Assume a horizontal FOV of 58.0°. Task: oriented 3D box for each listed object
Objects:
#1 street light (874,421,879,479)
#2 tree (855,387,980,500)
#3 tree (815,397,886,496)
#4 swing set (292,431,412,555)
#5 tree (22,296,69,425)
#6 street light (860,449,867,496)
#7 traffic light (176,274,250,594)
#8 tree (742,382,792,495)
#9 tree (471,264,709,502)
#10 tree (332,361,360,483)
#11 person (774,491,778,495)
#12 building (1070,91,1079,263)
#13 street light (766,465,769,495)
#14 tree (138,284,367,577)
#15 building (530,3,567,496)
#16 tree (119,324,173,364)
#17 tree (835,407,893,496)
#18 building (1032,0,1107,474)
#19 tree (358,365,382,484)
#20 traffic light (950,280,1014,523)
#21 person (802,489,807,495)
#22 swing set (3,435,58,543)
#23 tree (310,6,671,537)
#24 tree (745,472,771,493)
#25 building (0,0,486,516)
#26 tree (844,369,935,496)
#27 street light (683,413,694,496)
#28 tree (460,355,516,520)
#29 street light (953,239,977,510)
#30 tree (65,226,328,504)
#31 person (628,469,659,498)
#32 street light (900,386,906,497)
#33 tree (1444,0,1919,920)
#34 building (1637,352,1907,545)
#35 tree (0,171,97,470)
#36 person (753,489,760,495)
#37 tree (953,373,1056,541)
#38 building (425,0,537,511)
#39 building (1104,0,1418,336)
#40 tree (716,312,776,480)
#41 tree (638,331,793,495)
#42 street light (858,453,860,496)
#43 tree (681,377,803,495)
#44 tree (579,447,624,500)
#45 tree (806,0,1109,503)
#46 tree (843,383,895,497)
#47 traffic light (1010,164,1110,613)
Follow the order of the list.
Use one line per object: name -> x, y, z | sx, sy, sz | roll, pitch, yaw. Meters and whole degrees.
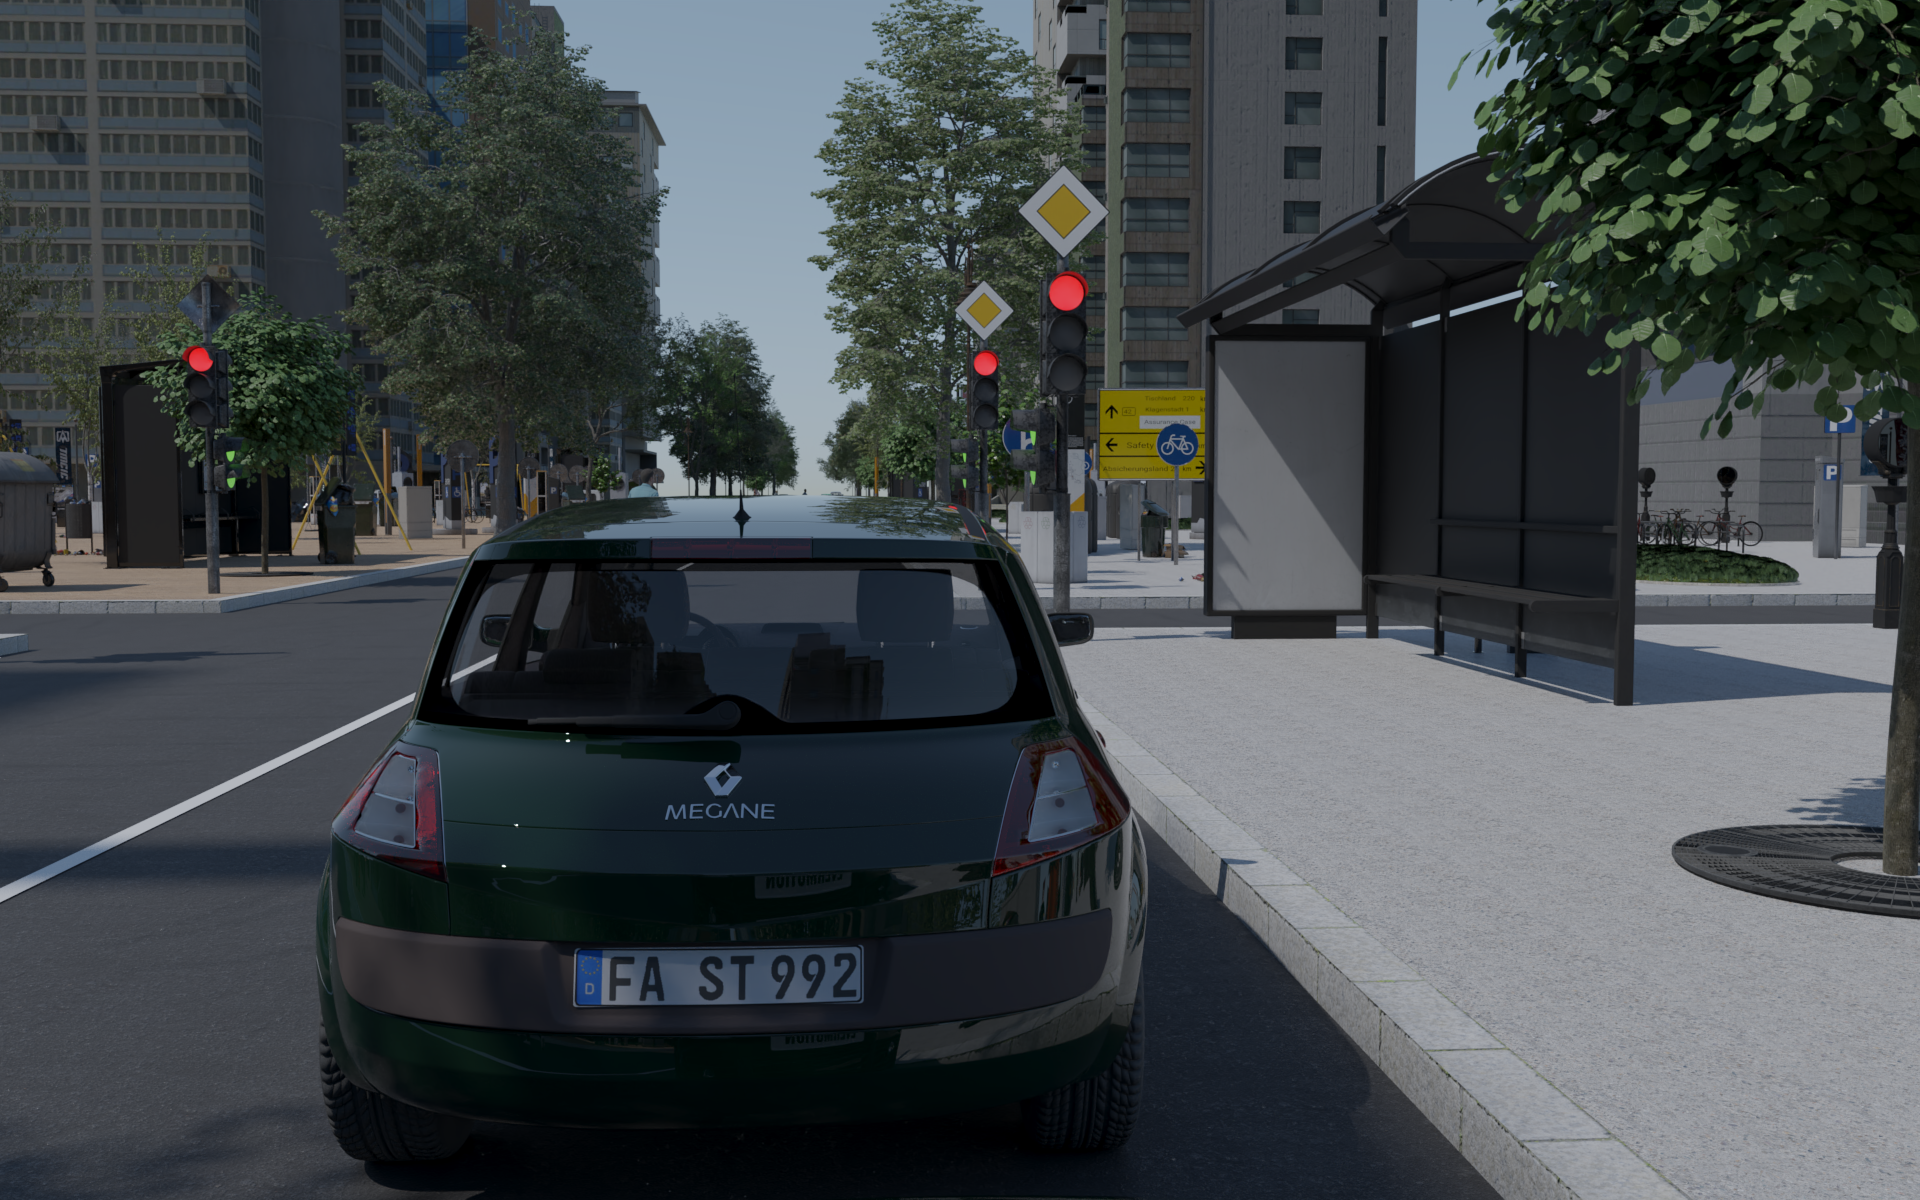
street light -> -5.241, -8.214, 107.091 | 0.468, 5.910, 1.993 | 0, 4, -4
tree -> -0.815, -4.048, 49.895 | 4.285, 4.588, 4.351 | 0, 3, 0
tree -> -12.037, -17.631, 205.269 | 9.611, 12.733, 9.660 | 0, 3, 0
swing set -> -13.985, -2.463, 37.894 | 2.862, 2.851, 3.119 | 0, 4, 4
tree -> -30.082, -6.721, 60.256 | 4.737, 8.622, 4.395 | 0, 3, 0
street light -> -7.594, -10.238, 140.180 | 0.468, 5.910, 1.993 | 0, 4, -4
traffic light -> -9.590, -2.035, 22.192 | 0.839, 4.253, 0.868 | 0, 4, -4
tree -> -21.731, -16.057, 172.899 | 12.009, 13.543, 11.850 | 0, 3, 0
tree -> -13.934, -7.975, 64.811 | 8.767, 10.594, 7.601 | -2, 4, -31
tree -> -26.773, -7.151, 67.284 | 4.737, 8.622, 4.395 | 0, 3, 0
person -> -19.562, -10.787, 184.956 | 0.705, 1.814, 1.350 | 2, 4, 27
building -> 14.805, -21.676, 126.099 | 14.160, 30.474, 14.107 | 0, 4, -4
street light -> -23.784, -14.804, 214.835 | 0.468, 5.910, 1.993 | 0, 4, -4
tree -> -11.052, -2.661, 27.218 | 4.285, 4.588, 4.351 | 0, 3, 0
building -> -39.981, -27.937, 140.358 | 14.154, 41.232, 14.086 | 0, 4, -4
tree -> -34.909, -7.567, 74.090 | 4.360, 8.622, 3.978 | 0, 3, 0
tree -> -9.780, -15.143, 182.007 | 7.601, 10.594, 8.767 | -3, 4, -36
building -> 20.932, -34.105, 146.851 | 28.713, 52.752, 27.495 | 0, 4, -4
tree -> -32.845, -8.676, 92.217 | 4.737, 8.622, 4.395 | 0, 3, 0
traffic light -> 0.295, -2.079, 22.910 | 0.839, 4.253, 0.868 | 0, 4, -4
person -> -11.426, -7.317, 128.118 | 0.705, 1.826, 1.348 | -3, 5, -41
swing set -> -25.365, -2.852, 44.243 | 2.862, 2.851, 3.119 | 0, 4, 3
tree -> -12.463, -8.595, 47.179 | 9.857, 13.997, 8.962 | 0, 3, 0
tree -> -22.560, -12.744, 192.082 | 4.285, 4.588, 4.351 | 0, 3, 0
building -> -46.514, -25.362, 106.553 | 32.217, 40.220, 23.993 | 0, 4, -4
tree -> -3.122, -8.410, 87.867 | 4.360, 8.622, 3.978 | 0, 3, 0
street light -> -15.490, -7.716, 98.942 | 0.468, 5.910, 1.993 | 0, 4, -4
tree -> -23.632, -8.222, 84.796 | 4.360, 8.622, 3.978 | 0, 3, 0
street light -> 0.157, -3.597, 31.593 | 0.468, 5.910, 1.993 | 0, 4, -4
tree -> -21.196, -5.989, 48.275 | 4.737, 8.622, 4.395 | 0, 3, 0
person -> -4.913, -1.106, 26.597 | 0.660, 1.820, 0.620 | 1, 4, 22
street light -> -2.166, -5.604, 64.416 | 0.468, 5.910, 1.993 | 0, 4, -4
tree -> 3.118, -1.343, 5.666 | 4.285, 4.588, 4.351 | 0, 3, 0
building -> 35.150, -31.093, 50.364 | 28.212, 58.520, 21.231 | 0, 4, -4
tree -> -18.072, -4.942, 31.159 | 4.360, 8.622, 3.978 | 0, 3, 0
person -> -11.733, -5.538, 99.714 | 0.551, 1.740, 0.621 | 2, 4, 25
tree -> 0.719, -2.041, 27.966 | 1.663, 3.219, 1.824 | 0, 3, 0
building -> -39.298, -29.114, 126.130 | 14.600, 45.320, 14.200 | 0, 4, -4
building -> 14.162, -19.346, 88.012 | 14.160, 30.474, 14.107 | 0, 4, -4
tree -> -17.653, -13.247, 123.247 | 9.857, 13.997, 8.962 | 0, 3, 0
tree -> -17.088, -11.360, 111.489 | 9.928, 11.665, 9.643 | 0, 3, 0
street light -> -9.909, -12.279, 173.553 | 0.468, 5.910, 1.993 | 0, 4, -4
tree -> -20.536, -14.490, 153.919 | 9.611, 12.733, 9.660 | 0, 3, 0
tree -> -14.677, -4.711, 71.622 | 1.663, 3.219, 1.824 | 0, 3, 0
tree -> -0.125, -7.436, 39.710 | 7.486, 12.596, 7.792 | 0, 3, 0
tree -> -4.478, -9.327, 102.851 | 4.737, 8.622, 4.395 | 0, 3, 0
traffic light -> 0.864, -1.592, 14.945 | 0.839, 4.253, 0.868 | 0, 4, -4
